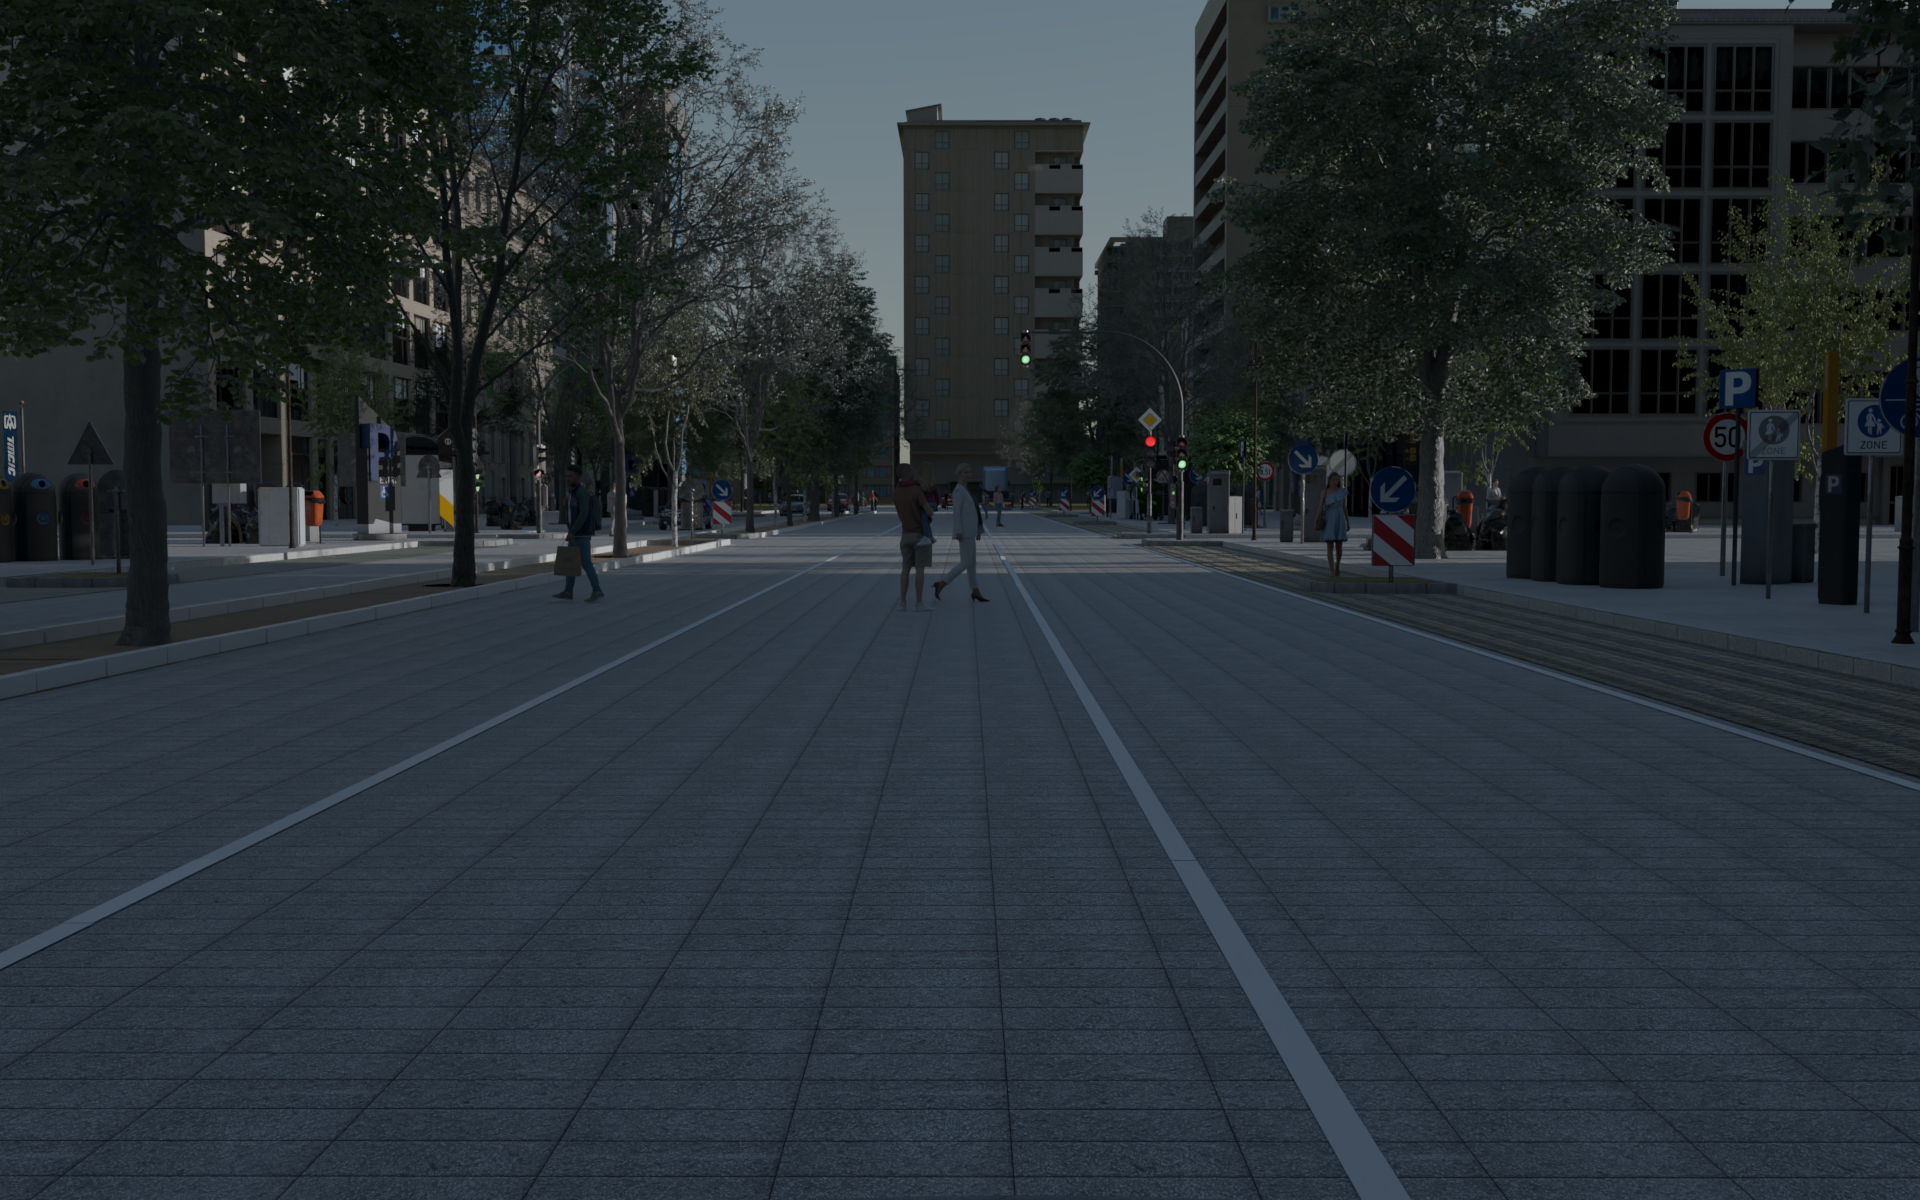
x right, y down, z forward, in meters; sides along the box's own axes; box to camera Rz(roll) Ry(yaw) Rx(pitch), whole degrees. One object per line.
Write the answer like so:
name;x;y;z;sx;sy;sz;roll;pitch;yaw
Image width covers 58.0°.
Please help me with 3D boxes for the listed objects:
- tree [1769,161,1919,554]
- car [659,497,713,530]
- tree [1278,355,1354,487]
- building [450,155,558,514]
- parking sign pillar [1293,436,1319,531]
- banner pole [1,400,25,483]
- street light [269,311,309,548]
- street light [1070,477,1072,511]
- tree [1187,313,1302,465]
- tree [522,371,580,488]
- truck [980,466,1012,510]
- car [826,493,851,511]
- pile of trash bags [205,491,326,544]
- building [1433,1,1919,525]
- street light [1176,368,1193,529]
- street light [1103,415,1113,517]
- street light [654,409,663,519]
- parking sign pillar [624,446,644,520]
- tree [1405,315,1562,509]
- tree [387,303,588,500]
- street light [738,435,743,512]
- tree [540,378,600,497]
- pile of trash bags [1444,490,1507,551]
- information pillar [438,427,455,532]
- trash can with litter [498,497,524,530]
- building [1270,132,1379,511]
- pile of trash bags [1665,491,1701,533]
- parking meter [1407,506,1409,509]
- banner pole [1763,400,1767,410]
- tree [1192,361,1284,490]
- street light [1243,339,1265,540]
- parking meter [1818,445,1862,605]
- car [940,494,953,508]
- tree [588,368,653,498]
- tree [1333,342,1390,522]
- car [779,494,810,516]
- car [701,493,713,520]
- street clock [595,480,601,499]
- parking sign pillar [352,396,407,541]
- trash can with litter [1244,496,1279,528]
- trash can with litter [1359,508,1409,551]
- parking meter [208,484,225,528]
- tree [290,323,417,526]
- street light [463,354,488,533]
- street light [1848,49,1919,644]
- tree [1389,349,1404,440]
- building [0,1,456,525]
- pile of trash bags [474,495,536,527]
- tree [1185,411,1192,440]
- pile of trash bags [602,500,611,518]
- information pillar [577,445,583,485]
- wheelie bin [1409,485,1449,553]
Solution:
tree;18.630;-5.299;36.999;4.737;8.622;4.395;0;3;0
car;-11.073;-3.510;69.962;1.945;1.354;3.894;0;4;0
tree;18.822;-8.508;89.461;4.360;8.622;3.978;0;3;0
building;-36.201;-19.604;117.794;12.463;27.353;25.104;0;4;0
parking sign pillar;12.225;-4.446;61.158;1.447;3.967;1.447;-1;4;-11
banner pole;-25.068;-3.425;46.020;0.401;3.779;0.863;1;4;17
street light;-15.817;-4.163;40.848;0.468;5.910;1.993;0;4;0
street light;8.391;-9.673;130.940;0.468;5.910;1.993;0;4;0
tree;17.965;-11.621;108.122;7.486;12.596;7.792;0;3;0
tree;-23.076;-9.176;100.392;4.360;8.622;3.978;0;3;0
truck;3.399;-10.531;161.935;2.967;4.110;18.799;0;4;0
car;-10.114;-8.296;144.678;2.155;1.783;4.494;0;4;-1
pile of trash bags;-17.985;-2.165;45.145;3.447;1.369;1.912;1;4;20
building;37.673;-15.736;76.357;30.058;24.678;14.314;0;4;0
street light;8.239;-5.568;63.825;0.468;5.910;1.993;0;4;0
street light;8.312;-7.623;97.421;0.468;5.910;1.993;0;4;0
street light;-15.672;-7.171;90.029;0.468;5.910;1.993;0;4;0
parking sign pillar;-16.500;-5.988;86.368;1.447;3.967;1.447;2;4;35
tree;19.384;-6.871;62.696;4.737;8.622;4.395;0;3;0
tree;-24.137;-9.147;83.965;8.767;10.594;7.601;2;4;23
street light;-15.603;-9.217;123.483;0.468;5.910;1.993;0;4;0
tree;-24.243;-9.577;106.949;4.737;8.622;4.395;0;3;0
pile of trash bags;11.904;-1.888;40.622;1.912;1.369;3.447;1;4;12
information pillar;-17.473;-4.130;58.885;0.504;3.616;0.183;-3;4;-37
trash can with litter;-16.117;-3.115;62.321;1.055;1.170;0.624;2;4;34
building;30.813;-17.273;115.704;16.112;22.955;30.059;0;4;0
pile of trash bags;23.831;-2.951;58.008;1.912;1.369;3.447;0;4;7
parking meter;15.385;-3.111;59.279;0.372;1.533;0.369;0;3;0
banner pole;21.358;-3.430;46.095;0.401;3.779;0.863;2;4;30
tree;15.424;-8.831;94.748;4.737;8.622;4.395;0;3;0
street light;8.188;-4.603;48.040;0.468;5.910;1.993;0;4;0
parking meter;10.212;-0.881;20.121;0.255;1.863;0.399;-1;4;-22
car;-0.976;-10.182;175.518;2.155;1.783;4.494;0;4;1
tree;-24.816;-11.272;118.711;8.767;10.594;7.601;0;4;4
tree;18.620;-7.838;78.517;4.737;8.622;4.395;0;3;0
car;-10.710;-6.158;112.685;2.014;1.417;4.499;0;3;0
car;-13.577;-4.798;88.032;1.945;1.707;3.694;0;4;-1
street clock;-18.758;-5.217;89.869;0.358;2.002;0.471;-1;4;-14
parking sign pillar;-16.148;-3.647;48.093;1.447;3.967;1.447;2;4;24
trash can with litter;11.088;-3.363;66.035;1.678;1.210;2.233;-1;4;-21
trash can with litter;9.684;-1.717;39.461;1.055;1.170;0.624;-1;4;-11
parking meter;-20.781;-2.614;48.450;0.255;1.863;0.399;2;4;23
tree;-26.223;-7.670;75.769;4.737;8.622;4.395;0;3;0
street light;-15.855;-5.132;56.689;0.468;5.910;1.993;0;4;0
street light;8.101;-2.563;14.700;0.468;5.910;1.993;0;4;0
tree;20.014;-7.275;69.301;4.737;8.622;4.395;0;3;0
building;-40.161;-17.284;87.107;19.350;26.468;34.151;0;4;0
pile of trash bags;-18.526;-3.644;69.337;3.447;1.369;1.912;1;4;19
tree;18.342;-10.469;121.526;4.737;8.622;4.395;0;3;0
pile of trash bags;-19.400;-5.129;93.605;1.912;1.369;3.447;3;4;36
information pillar;-18.044;-5.557;82.217;0.183;3.616;0.504;-2;4;-34
wheelie bin;9.839;-1.752;36.546;0.980;1.594;0.693;-3;5;-44
